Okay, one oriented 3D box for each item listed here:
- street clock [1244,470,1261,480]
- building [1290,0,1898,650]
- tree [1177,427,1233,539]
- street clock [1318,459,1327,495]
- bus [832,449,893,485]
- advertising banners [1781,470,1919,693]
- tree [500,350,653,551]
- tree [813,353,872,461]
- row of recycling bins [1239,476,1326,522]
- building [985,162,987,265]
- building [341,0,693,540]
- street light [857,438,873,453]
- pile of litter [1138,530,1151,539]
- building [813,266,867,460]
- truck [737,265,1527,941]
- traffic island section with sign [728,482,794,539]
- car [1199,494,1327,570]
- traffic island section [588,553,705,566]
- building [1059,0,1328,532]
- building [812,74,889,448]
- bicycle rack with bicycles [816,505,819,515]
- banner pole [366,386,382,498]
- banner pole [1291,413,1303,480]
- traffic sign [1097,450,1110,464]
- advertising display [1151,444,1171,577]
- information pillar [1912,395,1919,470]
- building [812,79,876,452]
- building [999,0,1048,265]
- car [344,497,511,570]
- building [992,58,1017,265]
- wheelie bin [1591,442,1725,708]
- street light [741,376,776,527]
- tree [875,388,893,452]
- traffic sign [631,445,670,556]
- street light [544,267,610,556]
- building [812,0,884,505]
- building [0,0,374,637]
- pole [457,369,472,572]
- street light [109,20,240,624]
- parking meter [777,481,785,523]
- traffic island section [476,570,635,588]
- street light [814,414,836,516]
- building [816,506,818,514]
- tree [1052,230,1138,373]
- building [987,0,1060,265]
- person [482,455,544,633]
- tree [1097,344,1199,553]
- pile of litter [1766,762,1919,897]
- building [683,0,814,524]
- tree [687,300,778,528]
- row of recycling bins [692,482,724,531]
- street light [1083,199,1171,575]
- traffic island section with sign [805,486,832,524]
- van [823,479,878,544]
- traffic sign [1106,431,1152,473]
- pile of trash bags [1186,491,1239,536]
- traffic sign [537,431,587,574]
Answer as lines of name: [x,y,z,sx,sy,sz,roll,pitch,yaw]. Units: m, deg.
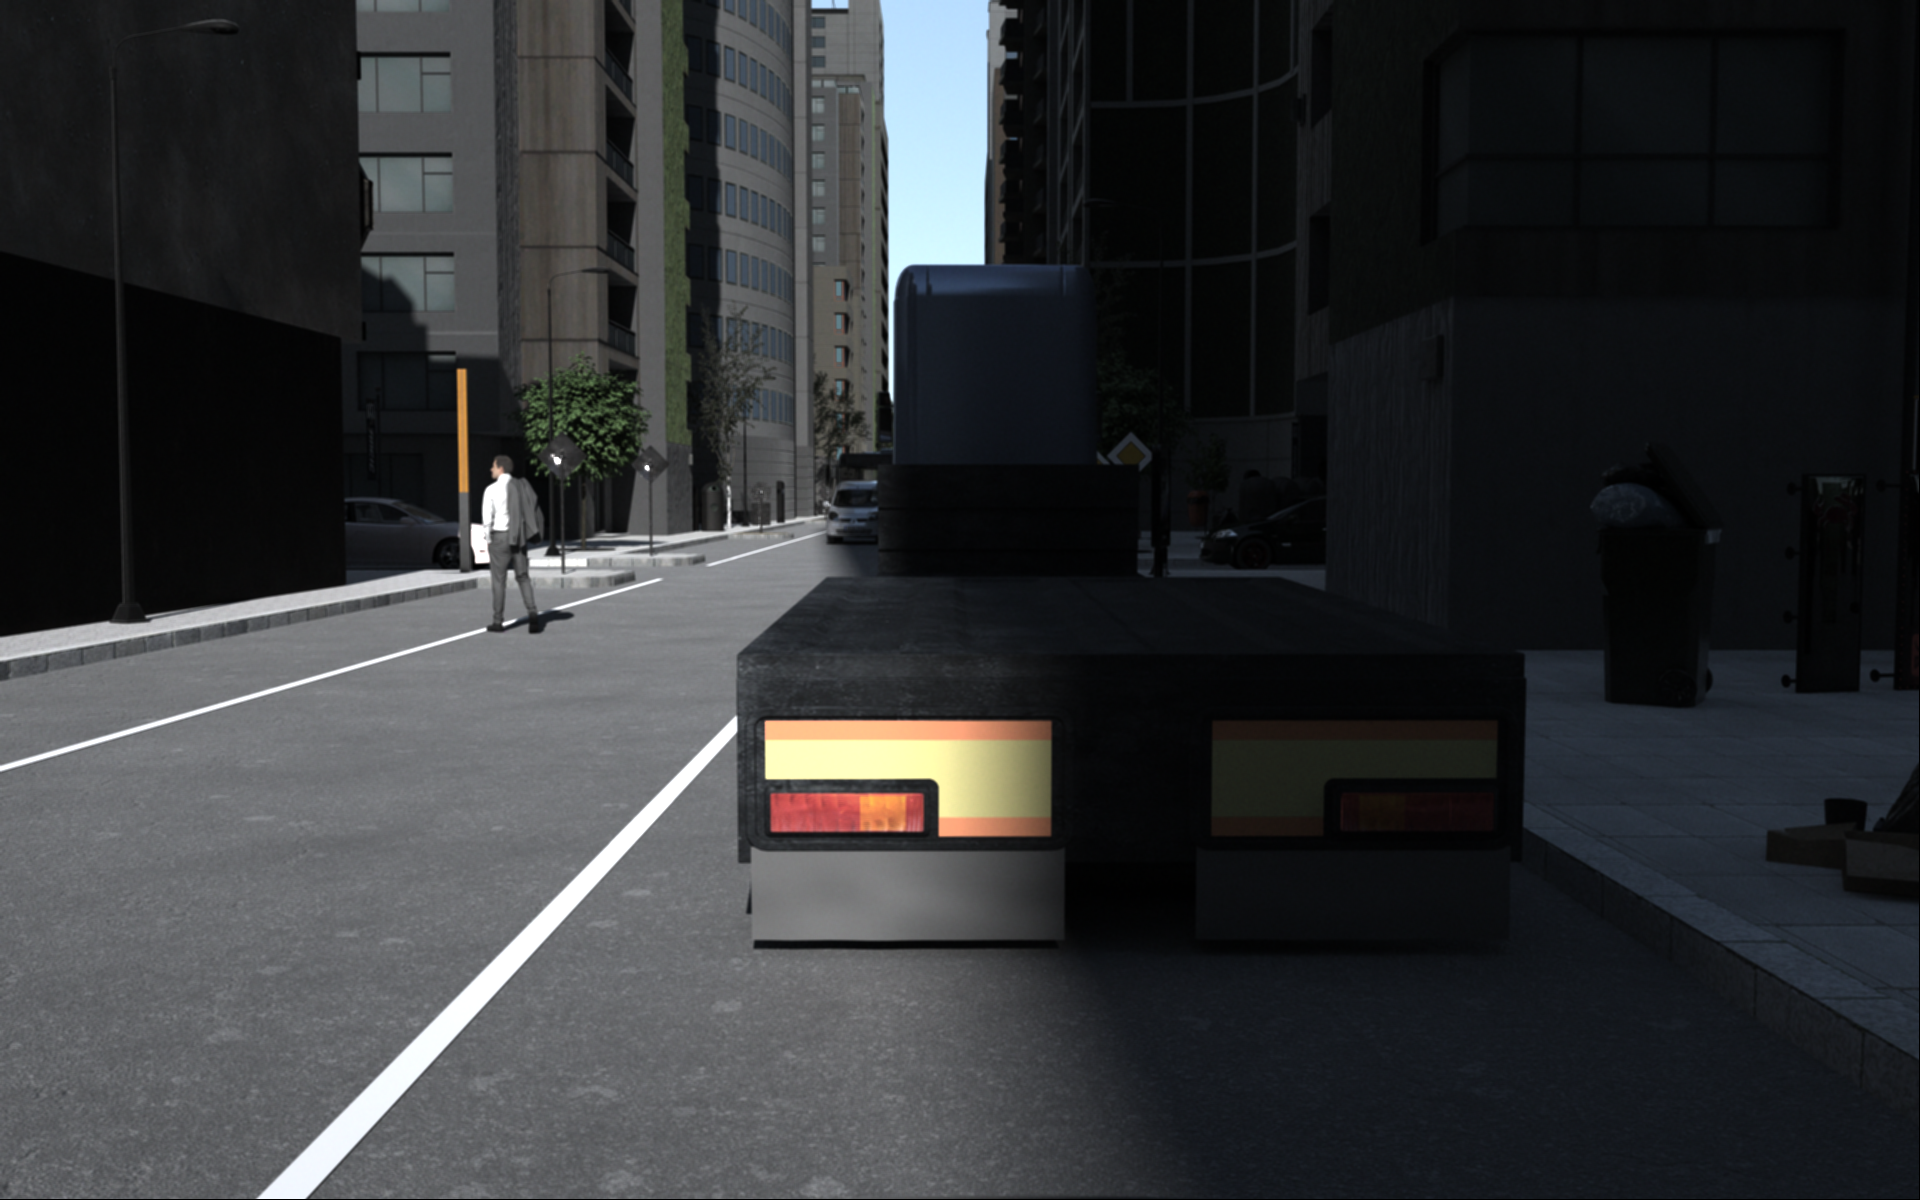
street clock: [8.709,-2.879,51.648,0.471,2.002,0.358,-1,4,-22]
building: [11.015,-15.196,20.151,14.160,30.474,14.107,0,3,0]
tree: [7.365,-3.381,49.874,1.663,3.219,1.824,0,3,0]
street clock: [7.586,-1.903,35.681,0.358,2.002,0.471,-1,4,-22]
bus: [-3.285,-4.638,70.685,2.948,3.499,13.247,0,4,0]
advertising banners: [6.322,-0.923,11.281,2.074,3.025,0.090,-1,4,-13]
tree: [-8.699,-3.412,39.506,4.285,4.588,4.351,0,3,0]
tree: [-9.595,-10.538,106.710,8.767,10.594,7.601,0,4,-7]
row of recycling bins: [7.848,-2.081,41.140,1.069,1.692,3.534,3,5,42]
building: [14.133,-37.338,234.181,21.300,48.544,21.600,0,3,0]
building: [-16.034,-22.436,50.416,14.154,41.232,14.086,0,3,0]
street light: [-7.999,-10.526,144.647,1.470,5.913,1.316,0,3,0]
pile of litter: [4.663,-2.160,49.289,1.719,0.858,1.176,1,4,14]
building: [-22.447,-18.404,145.947,27.650,21.520,28.899,0,3,0]
truck: [0.457,-1.517,14.568,2.967,4.110,18.799,0,4,0]
traffic island section with sign: [-6.444,-2.916,56.309,1.989,1.847,2.006,0,3,0]
car: [6.567,-1.367,32.143,4.222,1.686,2.009,0,4,1]
traffic island section: [-6.401,-0.826,35.784,2.009,0.180,2.903,0,3,0]
building: [12.231,-38.171,62.346,20.563,71.187,20.611,0,3,0]
building: [-19.480,-35.520,204.456,21.300,48.544,21.600,0,3,0]
bicycle rack with bicycles: [-9.522,-5.534,103.857,2.852,0.926,2.925,3,5,42]
banner pole: [-13.530,-3.060,40.051,0.401,3.779,0.863,0,4,7]
banner pole: [10.377,-3.874,53.354,0.401,3.779,0.863,2,4,35]
traffic sign: [2.716,-1.962,35.718,0.795,2.450,0.064,0,3,0]
advertising display: [2.656,-1.080,22.879,0.123,1.923,0.974,1,4,15]
information pillar: [7.284,-0.511,12.852,0.304,2.012,0.304,-2,4,-23]
building: [-15.492,-29.554,166.809,14.154,41.232,14.086,0,3,0]
building: [14.069,-28.974,128.352,22.147,44.769,28.867,0,3,0]
car: [-10.765,-1.236,32.575,4.827,1.381,2.083,0,4,-2]
building: [10.315,-32.367,179.318,14.600,45.320,14.200,0,3,0]
wheelie bin: [4.285,-0.169,10.677,0.693,1.594,0.980,2,4,31]
street light: [-7.949,-5.861,68.369,1.470,5.913,1.316,0,3,0]
tree: [-9.314,-16.531,187.290,9.611,12.733,9.660,0,3,0]
traffic sign: [-6.378,-1.962,35.723,0.795,2.450,0.064,0,3,0]
street light: [-7.867,-3.856,35.590,1.470,5.913,1.316,0,3,0]
building: [-19.325,-49.984,255.484,20.563,71.187,20.611,0,3,0]
building: [-16.958,-9.242,18.566,16.811,18.784,16.820,0,3,0]
pole: [-8.106,-2.109,28.324,0.158,3.312,0.155,0,3,0]
street light: [-7.764,-2.727,17.136,1.470,5.913,1.316,0,3,0]
parking meter: [-7.975,-4.360,77.004,0.255,1.863,0.399,1,4,13]
traffic island section: [-6.388,-0.338,27.799,2.009,0.180,2.903,0,3,0]
street light: [-7.927,-7.845,100.802,1.470,5.913,1.316,0,3,0]
building: [-18.899,-41.681,119.728,20.563,71.187,20.611,0,3,0]
tree: [3.111,-6.010,48.627,4.360,8.622,3.978,0,3,0]
building: [13.783,-40.770,208.594,21.231,58.520,28.212,0,3,0]
person: [-4.612,-0.568,17.882,0.679,1.850,0.850,-3,5,-43]
tree: [3.552,-3.322,38.024,4.285,4.588,4.351,0,3,0]
pile of litter: [3.396,0.513,5.576,1.176,0.858,1.719,0,4,-7]
building: [-18.946,-33.206,84.923,21.231,58.520,28.212,0,3,0]
tree: [-8.908,-6.999,64.796,4.360,8.622,3.978,0,3,0]
row of recycling bins: [-9.920,-3.235,60.010,3.534,1.692,1.069,0,4,4]
street light: [2.638,-3.358,27.439,1.470,5.913,1.316,0,3,0]
traffic island section with sign: [-6.501,-4.629,84.309,1.989,1.847,2.006,0,3,0]
van: [-2.965,-2.675,50.745,2.013,2.044,4.112,0,4,1]
traffic sign: [2.730,-1.473,27.733,0.795,2.450,0.064,0,3,0]
pile of trash bags: [7.155,-2.135,44.663,3.447,1.369,1.912,-3,4,-38]
traffic sign: [-6.364,-1.474,27.738,0.795,2.450,0.064,0,3,0]
